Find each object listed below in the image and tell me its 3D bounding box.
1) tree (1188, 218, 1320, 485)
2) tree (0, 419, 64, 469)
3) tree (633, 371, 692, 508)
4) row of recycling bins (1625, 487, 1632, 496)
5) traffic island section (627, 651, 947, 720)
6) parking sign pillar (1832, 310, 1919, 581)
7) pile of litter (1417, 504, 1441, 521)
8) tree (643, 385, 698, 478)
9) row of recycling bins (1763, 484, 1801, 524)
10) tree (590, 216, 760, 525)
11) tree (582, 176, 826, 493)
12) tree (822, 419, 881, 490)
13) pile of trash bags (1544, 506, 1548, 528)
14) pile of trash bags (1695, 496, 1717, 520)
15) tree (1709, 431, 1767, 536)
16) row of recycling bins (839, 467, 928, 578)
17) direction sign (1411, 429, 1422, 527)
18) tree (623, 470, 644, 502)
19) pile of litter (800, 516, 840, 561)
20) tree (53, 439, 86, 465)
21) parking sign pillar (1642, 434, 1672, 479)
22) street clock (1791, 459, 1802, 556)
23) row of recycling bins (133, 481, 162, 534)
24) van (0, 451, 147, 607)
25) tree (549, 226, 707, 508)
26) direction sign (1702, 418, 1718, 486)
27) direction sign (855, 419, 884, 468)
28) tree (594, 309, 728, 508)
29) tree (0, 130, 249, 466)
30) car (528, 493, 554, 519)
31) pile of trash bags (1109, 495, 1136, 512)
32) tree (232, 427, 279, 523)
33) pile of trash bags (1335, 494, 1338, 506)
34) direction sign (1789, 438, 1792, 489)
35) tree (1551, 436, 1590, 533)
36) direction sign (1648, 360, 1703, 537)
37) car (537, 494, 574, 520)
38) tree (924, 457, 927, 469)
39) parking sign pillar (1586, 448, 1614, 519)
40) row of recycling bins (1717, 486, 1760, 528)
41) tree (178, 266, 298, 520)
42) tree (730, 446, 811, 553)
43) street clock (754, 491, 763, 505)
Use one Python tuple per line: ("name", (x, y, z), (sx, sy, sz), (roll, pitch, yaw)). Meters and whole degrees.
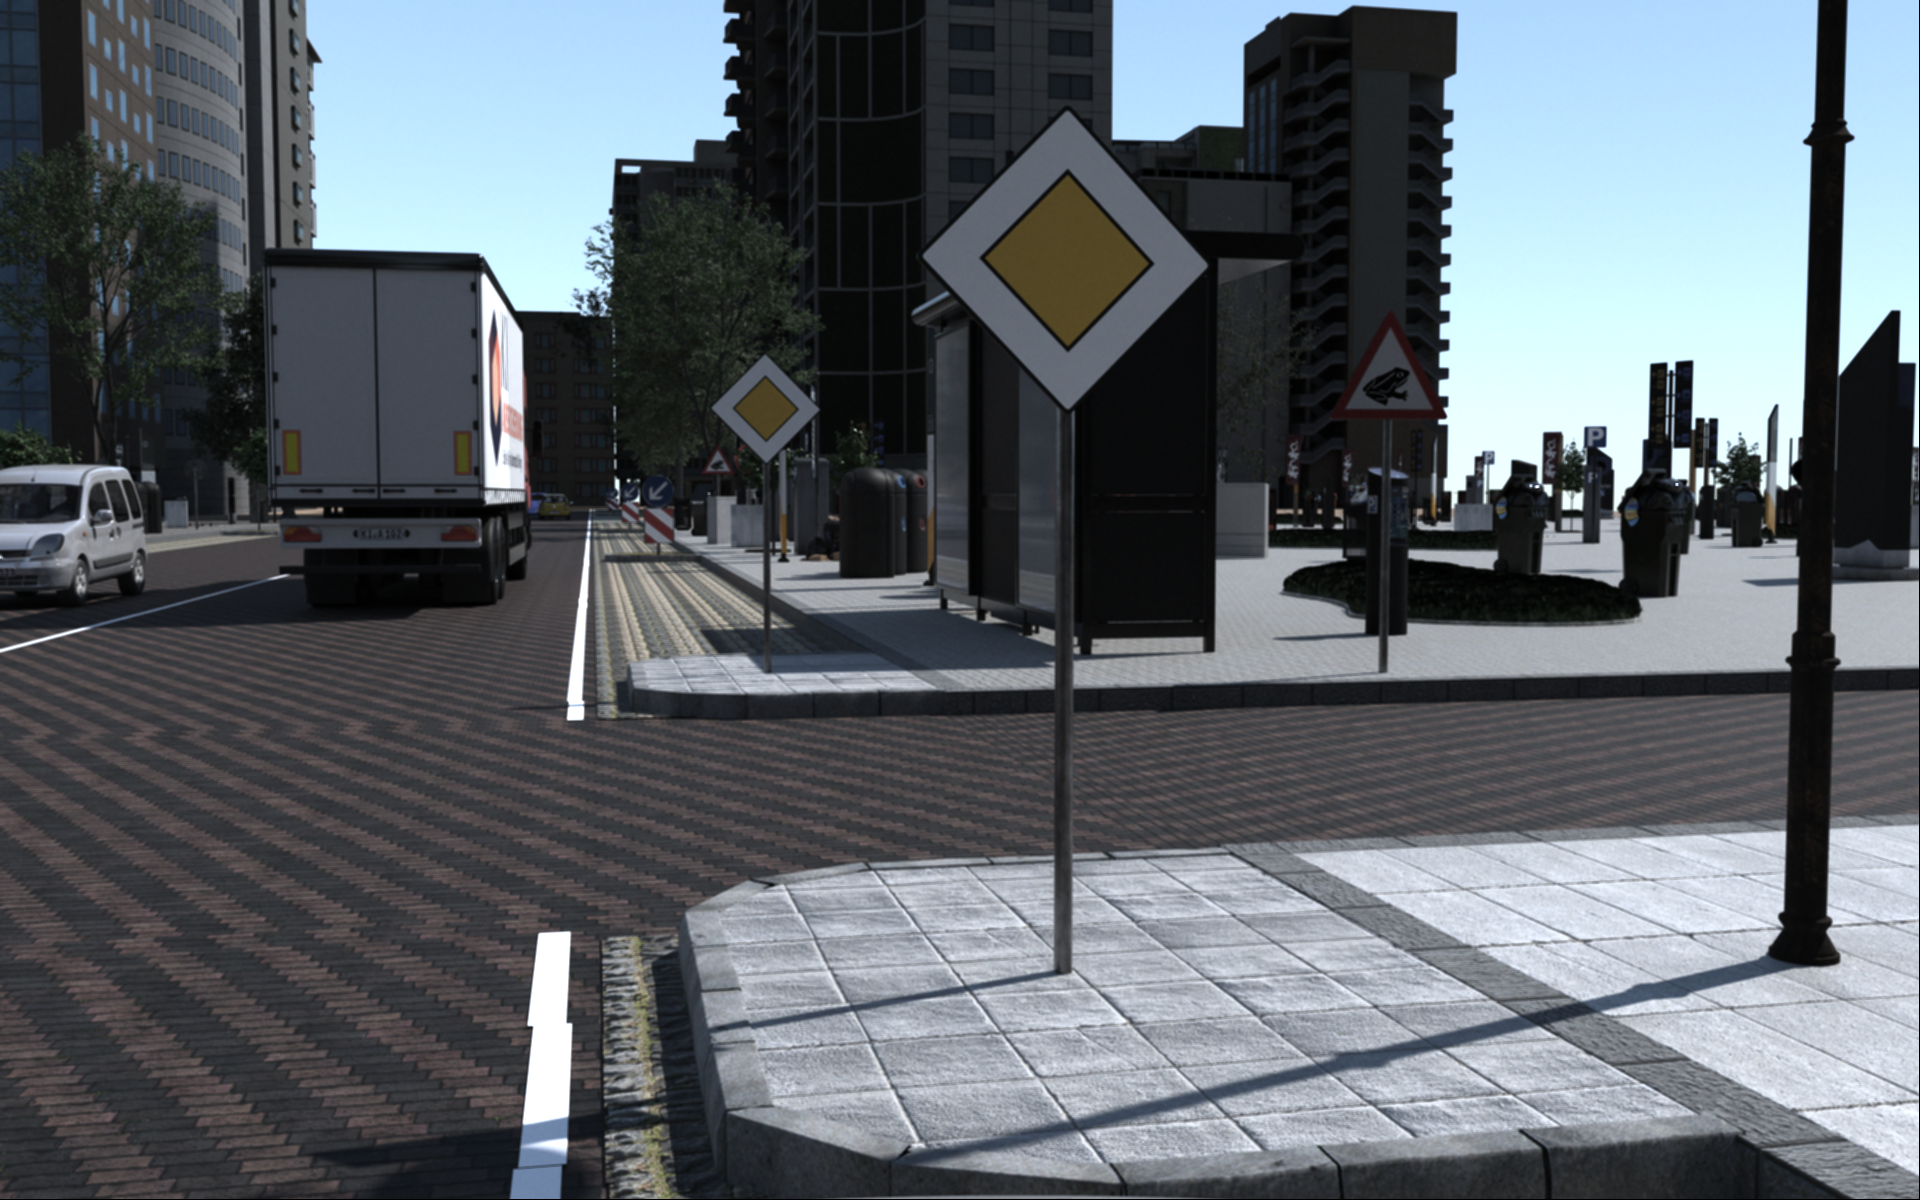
("tree", (7.096, -5.862, 46.211), (4.360, 8.622, 3.978), (0, 3, 0))
("tree", (-41.086, -5.627, 75.711), (4.285, 4.588, 4.351), (0, 3, 0))
("tree", (-16.695, -8.954, 96.763), (4.737, 8.622, 4.395), (0, 3, 0))
("row of recycling bins", (37.176, -5.385, 95.160), (1.069, 1.692, 3.534), (2, 4, 27))
("traffic island section", (-1.366, 0.600, 12.478), (2.009, 0.180, 2.903), (-1, 4, -12))
("parking sign pillar", (13.796, -2.304, 26.139), (1.447, 3.967, 1.447), (0, 4, -4))
("pile of litter", (22.384, -4.212, 82.829), (1.719, 0.858, 1.176), (0, 4, 7))
("tree", (-18.426, -9.716, 109.218), (4.360, 8.622, 3.978), (0, 3, 0))
("row of recycling bins", (35.193, -4.088, 73.958), (3.534, 1.692, 1.069), (2, 4, 28))
("tree", (-11.287, -9.332, 70.703), (7.486, 12.596, 7.792), (0, 3, 0))
("tree", (-8.382, -8.099, 58.179), (9.928, 11.665, 9.643), (0, 3, 0))
("tree", (-2.897, -3.084, 45.022), (1.663, 3.219, 1.824), (0, 3, 0))
("pile of trash bags", (21.517, -3.447, 66.108), (1.912, 1.369, 3.447), (2, 4, 25))
("pile of trash bags", (38.184, -4.709, 86.737), (3.447, 1.369, 1.912), (0, 4, -2))
("tree", (23.910, -3.594, 53.361), (1.663, 3.219, 1.824), (0, 3, 0))
("row of recycling bins", (-1.095, -1.274, 27.950), (1.069, 1.692, 3.534), (1, 4, 16))
("direction sign", (16.003, -4.207, 60.774), (0.379, 3.537, 0.876), (-1, 4, -9))
("tree", (-25.953, -8.727, 137.286), (1.663, 3.219, 1.824), (0, 3, 0))
("pile of litter", (-2.297, -1.204, 33.643), (1.719, 0.858, 1.176), (-1, 4, -15))
("tree", (-31.517, -4.075, 61.231), (1.663, 3.219, 1.824), (0, 3, 0))
("parking sign pillar", (24.443, -4.421, 60.756), (1.447, 3.967, 1.447), (0, 4, -6))
("street clock", (17.331, -1.898, 35.597), (0.471, 2.002, 0.358), (1, 4, 18))
("row of recycling bins", (-26.741, -2.946, 55.276), (1.069, 1.692, 3.534), (1, 4, 10))
("van", (-12.255, -0.991, 23.211), (2.013, 2.044, 4.112), (-1, 4, -11))
("tree", (-23.460, -16.477, 125.288), (12.611, 20.169, 13.585), (0, 3, 0))
("direction sign", (22.193, -3.643, 51.567), (0.876, 3.537, 0.379), (-2, 4, -24))
("direction sign", (-2.708, -3.681, 52.184), (0.876, 3.537, 0.379), (-1, 4, -14))
("tree", (-13.630, -9.001, 81.573), (7.601, 10.594, 8.767), (-1, 4, -13))
("tree", (-25.281, -7.662, 51.036), (9.928, 11.665, 9.643), (0, 3, 0))
("car", (-24.963, -5.694, 102.686), (1.945, 1.707, 3.694), (-1, 4, -12))
("pile of trash bags", (4.255, -3.002, 58.828), (1.912, 1.369, 3.447), (-3, 5, -42))
("tree", (-30.571, -5.724, 77.299), (4.285, 4.588, 4.351), (0, 3, 0))
("pile of trash bags", (20.758, -4.926, 90.299), (3.447, 1.369, 1.912), (0, 4, 1))
("direction sign", (33.477, -4.762, 69.856), (0.379, 3.537, 0.876), (1, 4, 22))
("tree", (20.656, -3.882, 58.075), (1.663, 3.219, 1.824), (0, 3, 0))
("direction sign", (12.174, -2.308, 29.739), (0.379, 3.537, 0.876), (-2, 4, -27))
("car", (-22.568, -5.276, 96.494), (2.015, 1.641, 3.980), (-1, 4, -12))
("tree", (-0.969, -5.081, 77.672), (1.663, 3.219, 1.824), (0, 3, 0))
("parking sign pillar", (32.813, -6.136, 88.792), (1.447, 3.967, 1.447), (0, 4, -2))
("row of recycling bins", (29.920, -3.646, 66.724), (1.069, 1.692, 3.534), (1, 4, 16))
("tree", (-33.537, -10.329, 85.880), (9.611, 12.733, 9.660), (0, 3, 0))
("tree", (-4.369, -2.679, 38.408), (1.663, 3.219, 1.824), (0, 3, 0))
("street clock", (-5.237, -2.507, 45.552), (0.471, 2.002, 0.358), (3, 5, 42))
